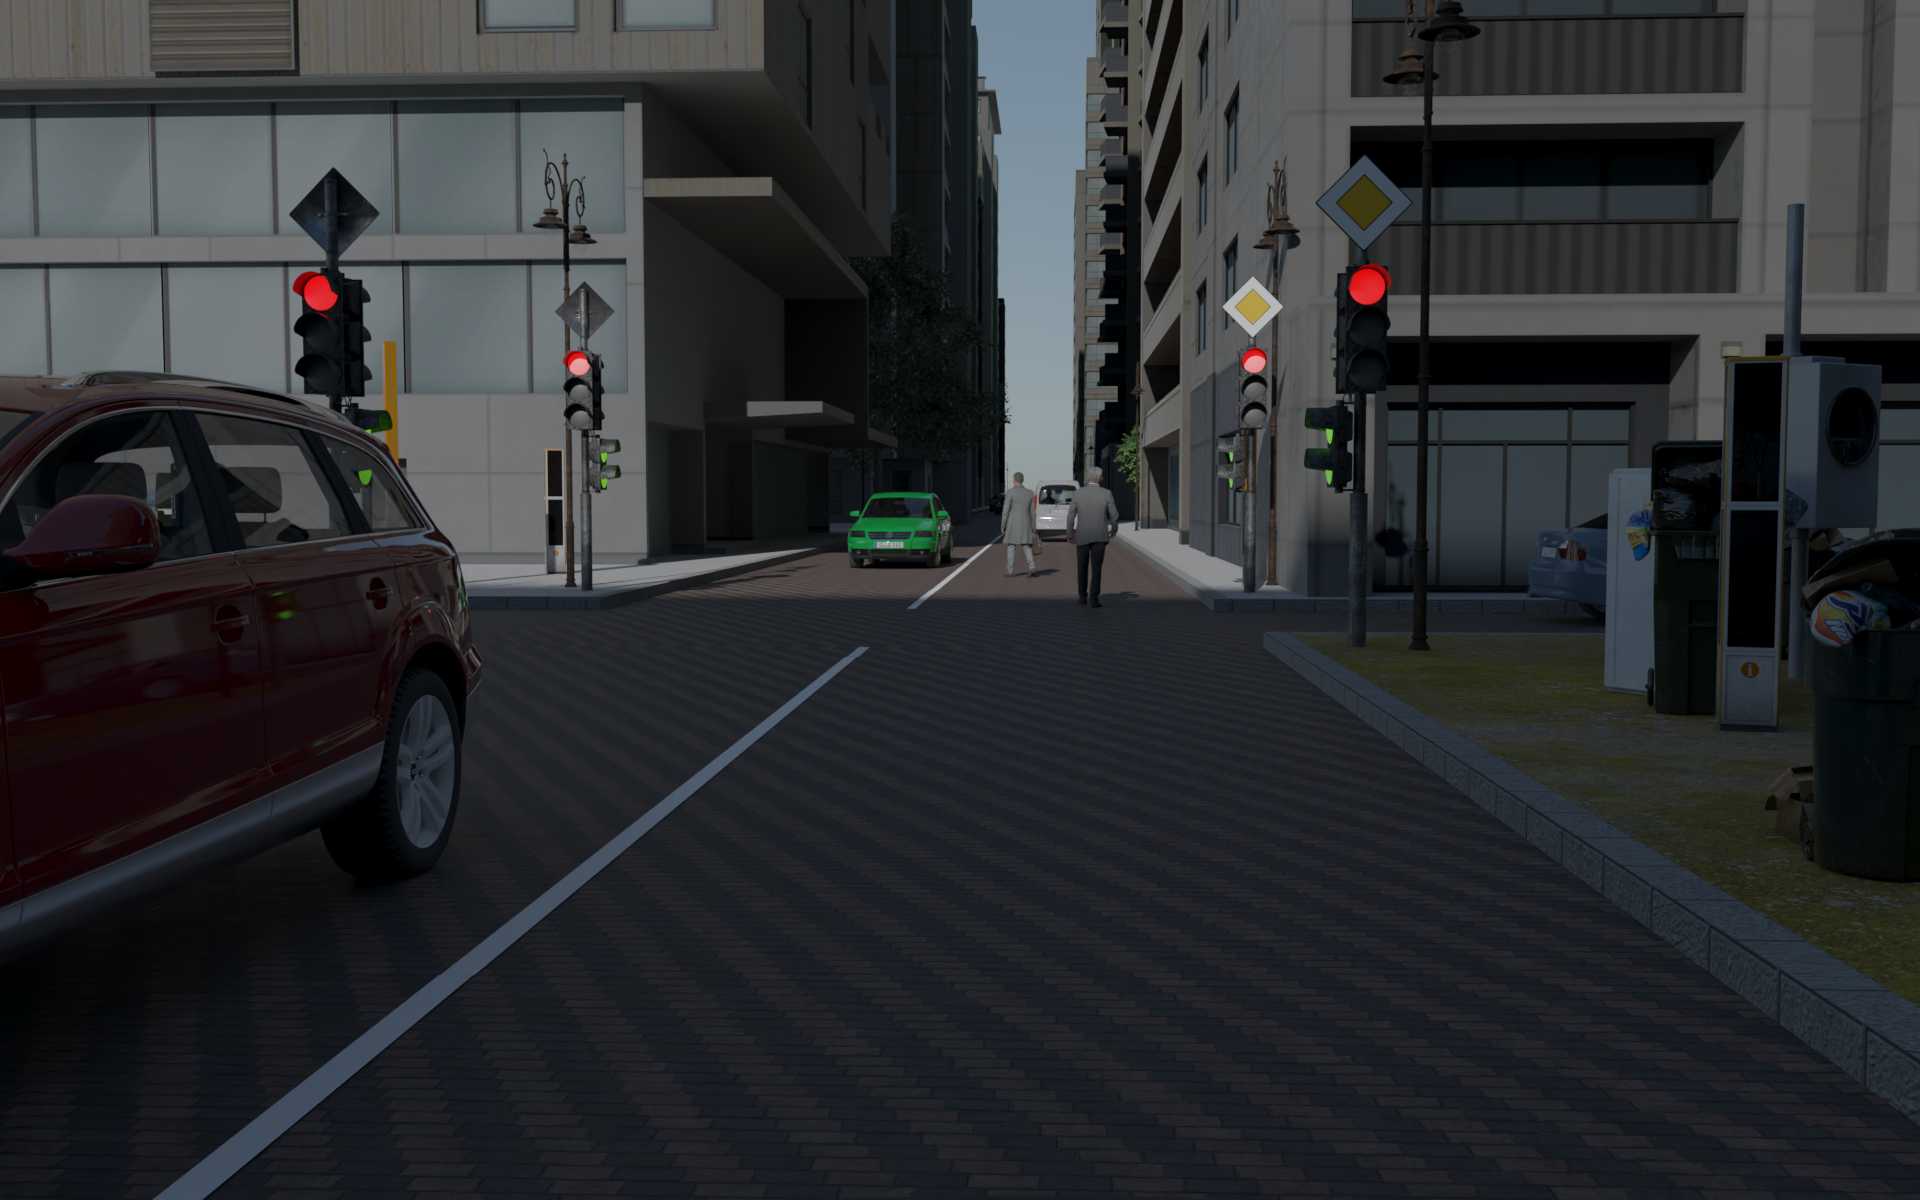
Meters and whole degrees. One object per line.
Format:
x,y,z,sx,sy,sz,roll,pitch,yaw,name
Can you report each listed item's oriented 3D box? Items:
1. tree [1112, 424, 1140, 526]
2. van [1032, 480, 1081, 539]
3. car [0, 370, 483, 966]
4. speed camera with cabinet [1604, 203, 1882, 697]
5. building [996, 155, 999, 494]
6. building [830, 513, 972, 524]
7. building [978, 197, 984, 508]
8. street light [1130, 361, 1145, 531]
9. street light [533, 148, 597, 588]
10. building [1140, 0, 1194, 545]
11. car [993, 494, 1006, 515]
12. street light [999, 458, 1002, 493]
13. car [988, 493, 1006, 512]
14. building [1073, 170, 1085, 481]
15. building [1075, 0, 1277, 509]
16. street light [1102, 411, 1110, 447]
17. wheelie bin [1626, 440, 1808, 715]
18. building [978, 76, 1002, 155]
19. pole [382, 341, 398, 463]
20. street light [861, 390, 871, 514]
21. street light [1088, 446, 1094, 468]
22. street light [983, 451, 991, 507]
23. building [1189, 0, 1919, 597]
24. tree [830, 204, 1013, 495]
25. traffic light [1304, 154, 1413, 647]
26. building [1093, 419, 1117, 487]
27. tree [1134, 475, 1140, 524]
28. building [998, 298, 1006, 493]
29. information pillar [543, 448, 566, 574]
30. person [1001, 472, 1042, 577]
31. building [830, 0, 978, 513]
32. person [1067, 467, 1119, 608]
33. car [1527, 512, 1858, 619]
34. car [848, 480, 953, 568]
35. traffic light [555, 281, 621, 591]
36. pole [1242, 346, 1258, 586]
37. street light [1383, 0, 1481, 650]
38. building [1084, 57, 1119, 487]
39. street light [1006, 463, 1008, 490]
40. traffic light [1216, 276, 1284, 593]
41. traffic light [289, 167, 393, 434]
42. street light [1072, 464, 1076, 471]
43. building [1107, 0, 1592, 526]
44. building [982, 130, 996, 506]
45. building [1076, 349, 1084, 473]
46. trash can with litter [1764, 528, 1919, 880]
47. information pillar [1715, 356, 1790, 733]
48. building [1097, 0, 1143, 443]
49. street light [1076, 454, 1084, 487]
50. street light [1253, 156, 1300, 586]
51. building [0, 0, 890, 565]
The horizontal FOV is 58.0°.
7.721,-5.216,69.003,4.285,4.588,4.351,0,3,0,tree
3.016,-2.808,52.922,2.013,2.044,4.112,0,4,3,van
-3.105,0.219,5.093,2.281,1.827,5.304,0,4,4,car
5.197,-1.045,11.416,2.038,3.252,0.660,-2,4,-29,speed camera with cabinet
-2.735,-31.788,203.321,14.154,41.232,14.086,0,4,3,building
-6.749,-24.308,81.031,14.154,41.232,14.086,0,4,3,building
-5.046,-23.879,162.122,14.160,30.474,14.107,0,4,3,building
6.171,-5.355,60.340,0.468,5.910,1.993,0,4,3,street light
-5.355,-3.111,23.655,0.468,5.910,1.993,0,4,3,street light
16.786,-26.206,52.176,21.300,48.544,21.600,0,4,3,building
3.403,-6.731,121.856,2.131,1.459,4.920,0,4,4,car
5.142,-15.096,219.610,0.468,5.910,1.993,0,4,3,street light
3.304,-7.889,138.027,2.155,1.783,4.494,0,4,4,car
26.823,-37.998,244.972,21.300,48.544,21.600,0,4,3,building
23.422,-46.249,194.420,20.563,71.187,20.611,0,4,3,building
8.387,-7.745,99.418,0.468,5.910,1.993,0,4,3,street light
4.420,-0.137,10.153,0.980,1.594,0.693,1,4,22,wheelie bin
-9.333,-38.830,224.101,28.713,52.752,27.495,0,4,3,building
-7.620,-1.797,23.216,0.158,3.312,0.155,0,3,0,pole
-3.363,-5.329,59.916,0.468,5.910,1.993,0,4,3,street light
10.260,-9.970,135.789,0.468,5.910,1.993,0,4,3,street light
2.594,-12.238,172.872,0.468,5.910,1.993,0,4,3,street light
15.156,-36.133,29.023,20.611,71.187,20.563,0,4,3,building
-3.180,-9.211,67.607,9.611,12.733,9.660,0,3,0,tree
3.330,-1.564,14.497,0.839,4.253,0.868,0,4,3,traffic light
22.579,-50.692,141.478,22.319,86.520,31.000,0,4,3,building
8.167,-4.816,73.348,1.663,3.219,1.824,0,3,0,tree
-0.762,-28.994,245.752,14.160,30.474,14.107,0,4,3,building
-6.513,-1.427,27.820,0.304,2.012,0.304,-1,4,-19,information pillar
1.022,-1.299,29.847,0.694,1.812,0.767,-2,4,-26,person
-5.754,-28.348,147.087,14.154,41.232,14.086,0,4,3,building
1.694,-0.813,22.190,0.661,1.777,0.834,0,4,2,person
8.670,-0.439,19.182,4.499,1.417,2.014,0,4,3,car
-1.155,-1.597,34.905,1.959,1.807,4.718,0,4,5,car
-4.944,-2.079,22.918,0.839,4.253,0.868,0,4,3,traffic light
4.009,-1.841,23.942,0.158,3.312,0.155,0,3,0,pole
3.790,-2.527,14.108,0.468,5.910,1.993,0,4,3,street light
18.925,-29.480,165.588,14.154,41.232,14.086,0,4,3,building
7.009,-17.330,256.126,0.468,5.910,1.993,0,4,3,street light
3.756,-2.052,22.471,0.839,4.253,0.868,0,4,3,traffic light
-5.370,-1.592,14.945,0.839,4.253,0.868,0,4,3,traffic light
14.750,-15.135,220.239,0.468,5.910,1.993,0,4,3,street light
17.655,-39.577,85.335,20.563,71.187,20.611,0,4,3,building
-3.662,-30.922,189.174,14.154,41.232,14.086,0,4,3,building
28.791,-22.958,220.394,27.650,21.520,28.899,0,4,3,building
3.130,0.323,6.108,0.624,1.170,1.055,0,4,5,trash can with litter
4.302,-0.301,9.413,0.304,2.012,0.304,1,4,20,information pillar
20.225,-28.014,112.648,22.147,44.769,28.867,0,4,3,building
12.826,-12.922,184.058,0.468,5.910,1.993,0,4,3,street light
4.382,-3.142,24.152,0.468,5.910,1.993,0,4,3,street light
-16.098,-27.734,42.685,28.713,52.752,27.495,0,4,3,building
